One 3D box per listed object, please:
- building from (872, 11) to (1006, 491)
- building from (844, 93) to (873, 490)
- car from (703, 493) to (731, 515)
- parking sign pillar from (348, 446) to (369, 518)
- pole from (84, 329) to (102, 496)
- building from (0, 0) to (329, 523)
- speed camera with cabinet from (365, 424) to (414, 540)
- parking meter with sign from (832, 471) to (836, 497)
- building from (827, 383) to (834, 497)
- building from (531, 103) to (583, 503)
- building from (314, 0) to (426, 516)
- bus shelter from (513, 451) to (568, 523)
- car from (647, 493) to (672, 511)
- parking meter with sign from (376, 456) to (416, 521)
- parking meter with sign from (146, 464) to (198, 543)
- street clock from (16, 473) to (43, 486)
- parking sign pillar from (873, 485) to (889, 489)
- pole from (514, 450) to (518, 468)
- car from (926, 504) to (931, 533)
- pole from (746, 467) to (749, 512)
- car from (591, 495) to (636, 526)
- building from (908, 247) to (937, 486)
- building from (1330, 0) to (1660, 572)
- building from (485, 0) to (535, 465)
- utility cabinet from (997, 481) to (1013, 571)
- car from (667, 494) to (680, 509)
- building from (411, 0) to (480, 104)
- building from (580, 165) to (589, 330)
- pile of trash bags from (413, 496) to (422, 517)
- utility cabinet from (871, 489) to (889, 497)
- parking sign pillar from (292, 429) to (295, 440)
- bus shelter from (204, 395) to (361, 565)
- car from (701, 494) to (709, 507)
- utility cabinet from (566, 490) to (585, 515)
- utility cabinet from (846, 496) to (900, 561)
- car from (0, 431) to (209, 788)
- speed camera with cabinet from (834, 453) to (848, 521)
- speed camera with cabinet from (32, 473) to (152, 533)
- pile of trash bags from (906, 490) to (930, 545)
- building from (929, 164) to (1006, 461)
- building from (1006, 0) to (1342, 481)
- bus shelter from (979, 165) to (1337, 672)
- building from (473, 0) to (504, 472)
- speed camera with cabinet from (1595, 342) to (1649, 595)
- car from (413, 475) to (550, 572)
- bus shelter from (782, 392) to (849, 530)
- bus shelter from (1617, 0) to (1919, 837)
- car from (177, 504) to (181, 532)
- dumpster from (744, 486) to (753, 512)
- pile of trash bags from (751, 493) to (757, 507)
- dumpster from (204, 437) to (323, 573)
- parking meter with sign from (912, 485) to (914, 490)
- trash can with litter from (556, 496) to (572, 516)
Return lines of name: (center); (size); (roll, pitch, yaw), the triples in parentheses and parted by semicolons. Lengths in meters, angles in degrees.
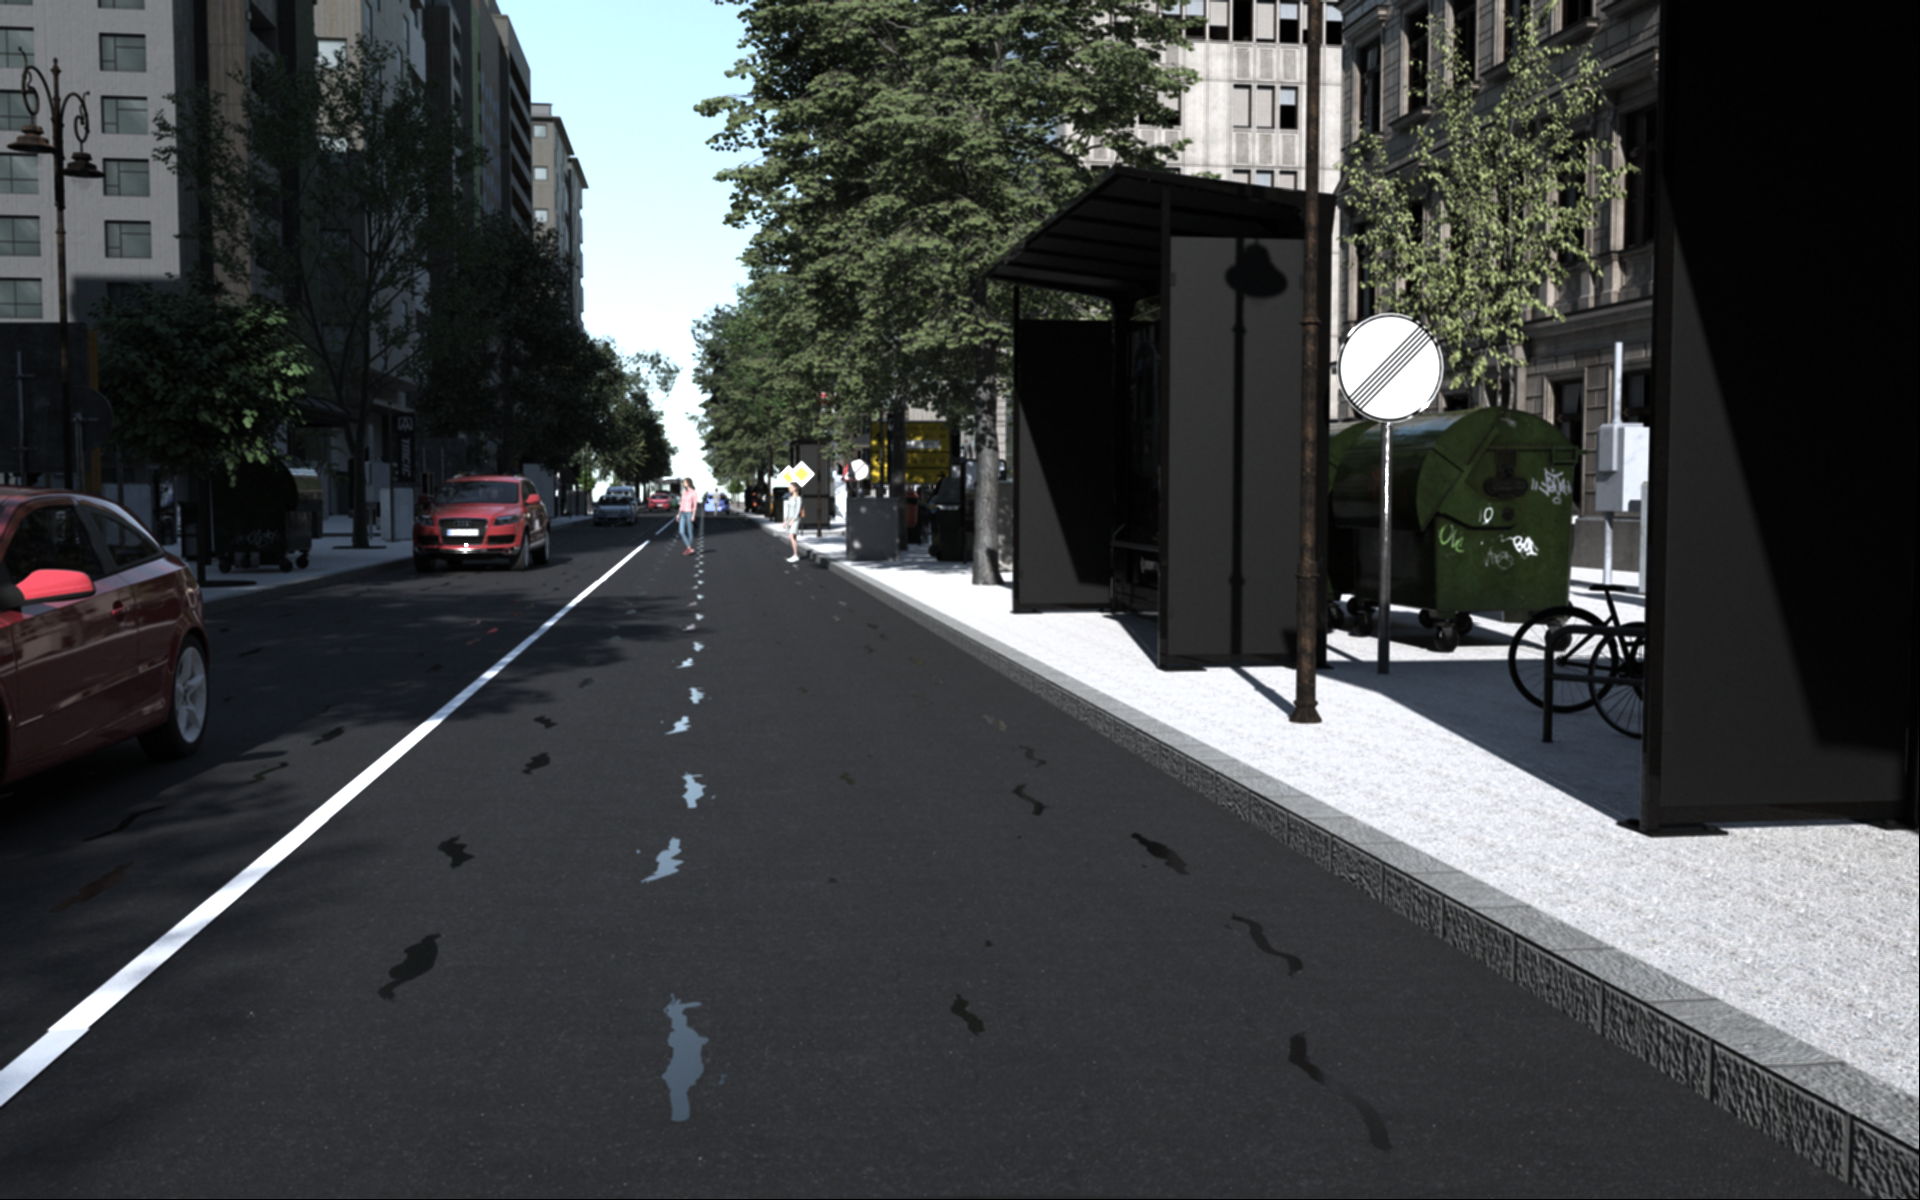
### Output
building: (-0.833, -28.591, 151.054); (14.154, 41.232, 14.086); (-1, 4, -8)
building: (-0.103, -31.703, 172.965); (22.147, 44.769, 28.867); (-1, 4, -8)
car: (-16.826, -6.755, 120.042); (1.945, 1.707, 3.694); (-1, 4, -8)
parking sign pillar: (-32.494, -6.458, 94.063); (1.447, 3.967, 1.447); (0, 4, 1)
pole: (-10.829, -1.697, 21.595); (0.158, 3.312, 0.155); (0, 3, 0)
building: (-37.393, -18.706, 77.544); (14.160, 30.474, 14.107); (-1, 4, -8)
speed camera with cabinet: (-16.076, -3.326, 48.710); (0.660, 3.252, 2.038); (-3, 5, -42)
parking meter with sign: (-9.232, -8.168, 129.801); (0.543, 3.016, 1.738); (-1, 4, -9)
building: (-12.923, -28.542, 238.363); (14.160, 30.474, 14.107); (-1, 4, -8)
building: (-67.648, -39.548, 235.843); (28.713, 52.752, 27.495); (-1, 4, -8)
building: (-49.473, -31.866, 110.247); (28.713, 52.752, 27.495); (-1, 4, -8)
bus shelter: (-18.954, -5.182, 78.645); (2.014, 3.302, 5.546); (-1, 4, -9)
car: (-25.601, -8.467, 147.483); (2.155, 1.783, 4.494); (-1, 4, -10)
parking meter with sign: (-26.346, -5.181, 80.974); (0.543, 3.016, 1.738); (3, 5, 42)
parking meter with sign: (-20.756, -2.981, 45.003); (1.738, 3.016, 0.543); (-1, 4, -21)
street clock: (-14.281, -1.348, 26.604); (0.358, 2.002, 0.471); (1, 4, 9)
parking sign pillar: (-3.864, -6.233, 90.388); (1.447, 3.967, 1.447); (-1, 4, -12)
pole: (-20.632, -5.304, 80.566); (0.158, 3.312, 0.155); (0, 3, 0)
car: (-0.339, -2.796, 58.077); (4.827, 1.381, 2.083); (0, 4, -7)
pole: (-15.303, -8.012, 124.844); (0.158, 3.312, 0.155); (0, 3, 0)
car: (-15.789, -4.104, 79.098); (2.014, 1.417, 4.499); (-1, 4, -9)
building: (2.401, -17.786, 126.960); (11.583, 22.565, 21.152); (-1, 4, -8)
building: (15.015, -10.329, 33.511); (10.561, 19.102, 19.286); (-1, 4, -8)
building: (-53.372, -33.309, 168.306); (21.300, 48.544, 21.600); (-1, 4, -8)
utility cabinet: (0.968, -1.226, 28.721); (1.173, 1.500, 0.318); (-1, 4, -21)
car: (-27.369, -9.224, 162.603); (2.131, 1.459, 4.920); (-1, 4, -9)
building: (-45.832, -27.738, 137.105); (14.154, 41.232, 14.086); (-1, 4, -8)
building: (-71.429, -41.210, 263.026); (28.713, 52.752, 27.495); (-1, 4, -8)
pile of trash bags: (-29.605, -5.207, 94.888); (1.912, 1.369, 3.447); (1, 4, 15)
utility cabinet: (-3.582, -4.208, 77.479); (0.318, 1.500, 1.173); (-2, 4, -34)
parking sign pillar: (-23.063, -4.268, 58.257); (1.447, 3.967, 1.447); (3, 5, 42)
bus shelter: (-13.185, -2.427, 33.600); (2.014, 3.302, 5.546); (-1, 4, -8)
car: (-27.303, -10.889, 189.835); (2.131, 1.459, 4.920); (-1, 4, -10)
utility cabinet: (-23.253, -5.889, 104.961); (1.173, 1.500, 0.318); (1, 4, 13)
utility cabinet: (-1.685, -1.364, 33.457); (1.020, 1.237, 0.306); (0, 4, -6)
car: (-4.897, 0.070, 7.902); (2.155, 1.783, 4.494); (0, 4, -7)
speed camera with cabinet: (-5.726, -5.441, 83.297); (0.660, 3.252, 2.038); (0, 4, -4)
speed camera with cabinet: (-14.414, -2.097, 28.624); (0.660, 3.252, 2.038); (2, 4, 24)
pile of trash bags: (-1.647, -2.130, 44.582); (1.912, 1.369, 3.447); (-1, 4, -17)
building: (5.979, -16.069, 104.526); (13.314, 21.916, 24.055); (-1, 4, -8)
building: (12.936, -15.981, 79.309); (19.932, 24.808, 12.078); (-1, 4, -8)
bus shelter: (1.507, -1.488, 15.605); (1.731, 3.624, 6.357); (-1, 4, -8)
building: (-47.840, -30.645, 151.160); (14.600, 45.320, 14.200); (-1, 4, -8)
speed camera with cabinet: (8.882, -1.692, 22.008); (0.660, 3.252, 2.038); (-1, 4, -10)
car: (-9.253, -1.535, 33.777); (2.281, 1.827, 5.304); (0, 4, -6)
bus shelter: (-5.564, -5.378, 65.561); (2.179, 5.291, 8.768); (-1, 4, -8)
bus shelter: (3.502, -0.749, 3.537); (1.731, 3.624, 6.357); (-1, 4, -8)
car: (-26.620, -2.523, 53.614); (4.827, 1.381, 2.083); (0, 4, -8)
dumpster: (-14.699, -7.167, 122.931); (1.264, 1.857, 1.865); (-1, 4, -8)
pile of trash bags: (-12.134, -6.366, 113.842); (3.447, 1.369, 1.912); (-3, 4, -36)
dumpster: (-11.599, -1.613, 28.873); (1.502, 2.255, 1.985); (-1, 4, -8)
parking meter with sign: (-2.900, -7.298, 115.583); (0.543, 3.016, 1.738); (-1, 4, -18)
trash can with litter: (-22.725, -5.362, 99.059); (0.624, 1.170, 1.055); (3, 4, 39)
